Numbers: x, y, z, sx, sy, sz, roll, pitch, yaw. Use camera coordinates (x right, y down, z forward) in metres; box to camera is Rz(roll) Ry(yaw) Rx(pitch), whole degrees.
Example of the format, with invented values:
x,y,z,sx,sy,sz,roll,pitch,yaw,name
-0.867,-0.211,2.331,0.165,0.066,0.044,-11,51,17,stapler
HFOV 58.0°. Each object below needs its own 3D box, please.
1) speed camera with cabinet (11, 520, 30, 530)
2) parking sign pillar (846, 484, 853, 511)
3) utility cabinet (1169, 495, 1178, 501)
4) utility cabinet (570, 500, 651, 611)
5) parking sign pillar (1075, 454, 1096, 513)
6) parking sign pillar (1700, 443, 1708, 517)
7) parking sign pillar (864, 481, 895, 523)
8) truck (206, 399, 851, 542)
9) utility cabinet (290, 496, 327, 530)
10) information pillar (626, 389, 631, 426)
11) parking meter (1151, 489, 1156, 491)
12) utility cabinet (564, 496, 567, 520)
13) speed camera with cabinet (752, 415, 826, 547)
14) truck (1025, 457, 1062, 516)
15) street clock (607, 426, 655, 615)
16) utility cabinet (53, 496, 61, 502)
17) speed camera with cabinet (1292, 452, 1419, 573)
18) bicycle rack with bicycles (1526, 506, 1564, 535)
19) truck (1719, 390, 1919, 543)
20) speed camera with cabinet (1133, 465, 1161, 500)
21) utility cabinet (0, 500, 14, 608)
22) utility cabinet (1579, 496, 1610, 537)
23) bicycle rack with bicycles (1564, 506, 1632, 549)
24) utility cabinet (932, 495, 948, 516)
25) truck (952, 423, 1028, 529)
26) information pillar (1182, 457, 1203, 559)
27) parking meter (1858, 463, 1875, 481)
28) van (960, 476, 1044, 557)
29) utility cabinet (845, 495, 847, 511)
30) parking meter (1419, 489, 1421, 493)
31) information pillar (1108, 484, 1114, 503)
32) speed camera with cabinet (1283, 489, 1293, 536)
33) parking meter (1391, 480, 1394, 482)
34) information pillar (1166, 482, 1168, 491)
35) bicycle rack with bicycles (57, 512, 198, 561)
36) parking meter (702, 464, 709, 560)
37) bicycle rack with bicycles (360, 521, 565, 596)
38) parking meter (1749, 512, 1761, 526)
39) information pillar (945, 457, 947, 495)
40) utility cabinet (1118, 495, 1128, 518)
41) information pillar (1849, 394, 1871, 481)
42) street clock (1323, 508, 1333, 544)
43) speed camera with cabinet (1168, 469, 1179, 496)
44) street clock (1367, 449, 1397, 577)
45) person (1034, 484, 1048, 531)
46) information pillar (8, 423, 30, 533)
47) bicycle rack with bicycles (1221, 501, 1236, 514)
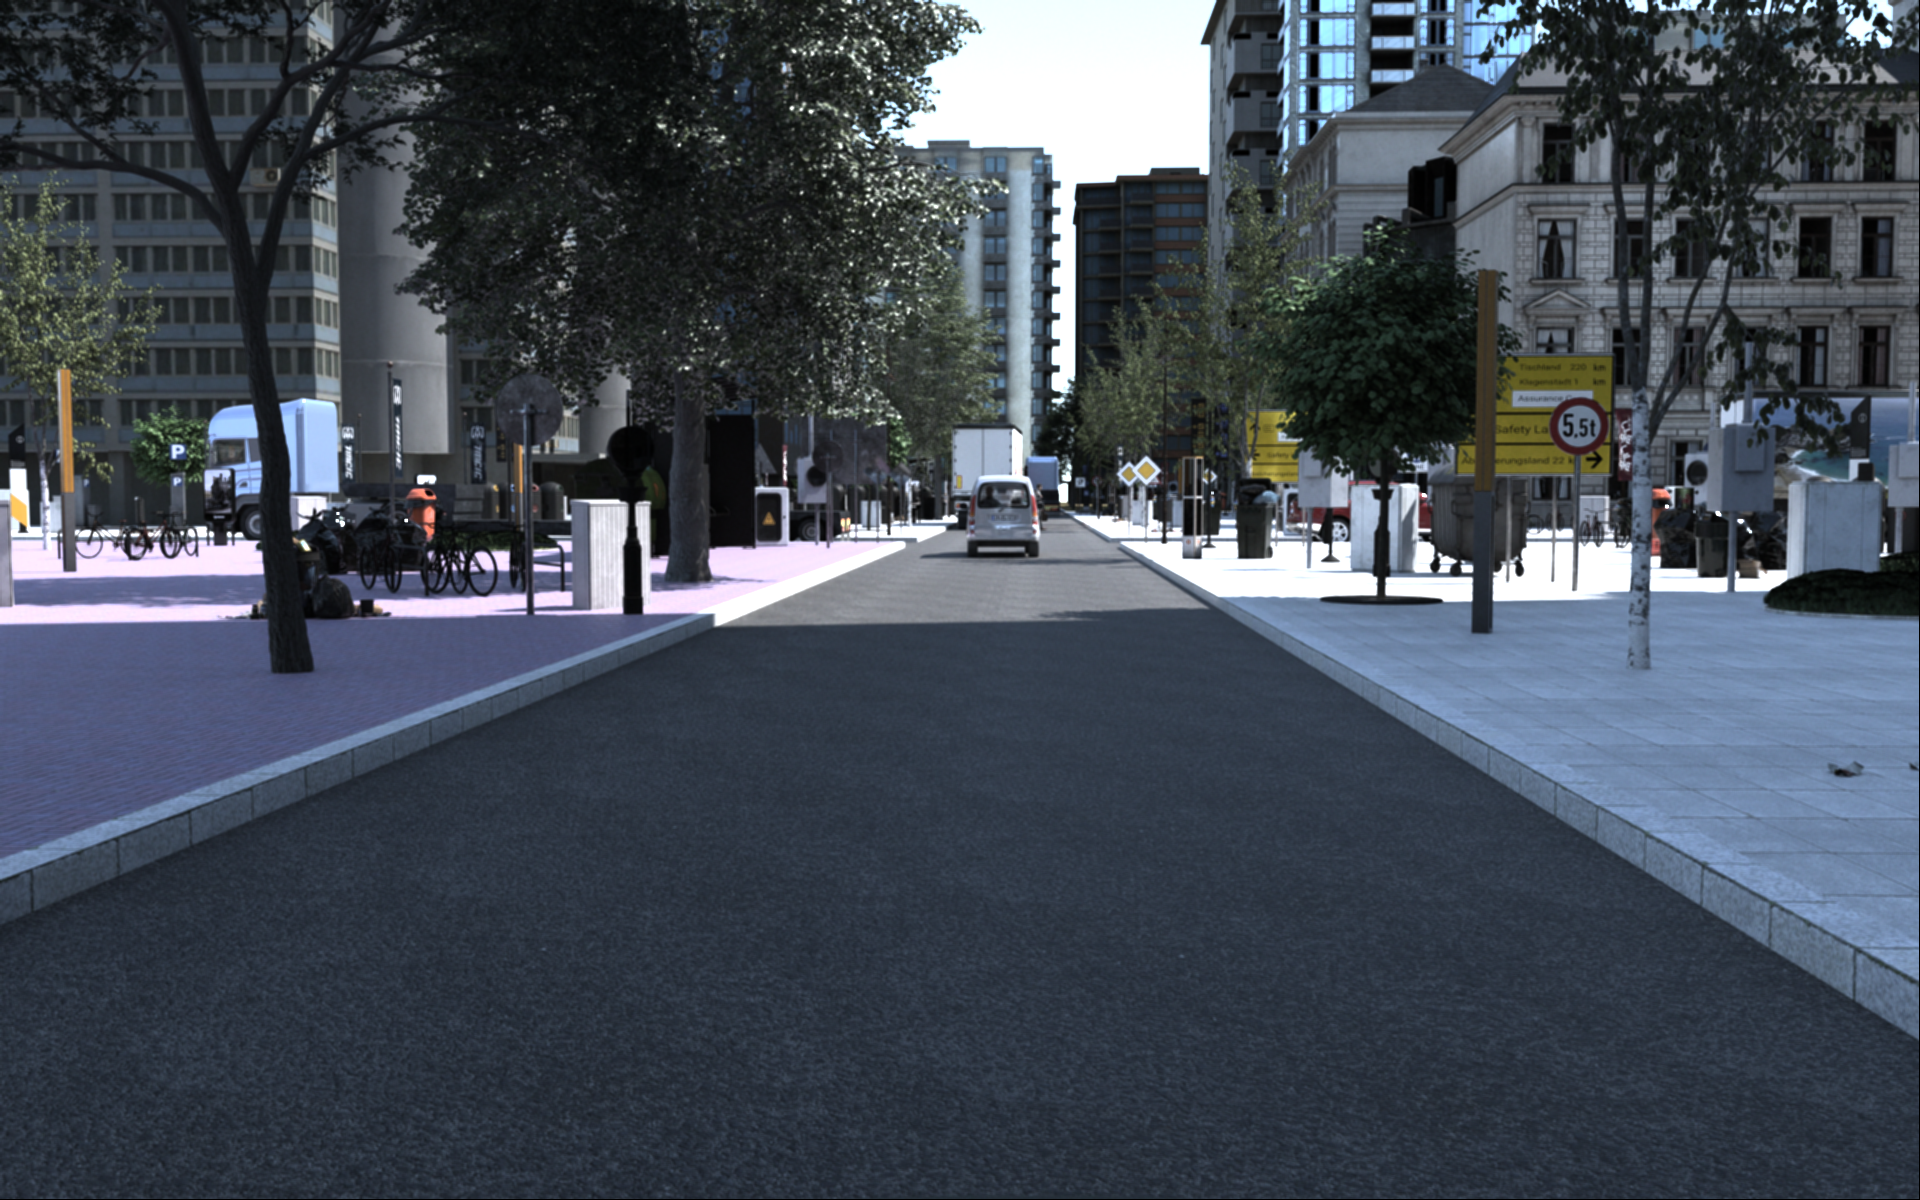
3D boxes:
x,y,z,sx,sy,sz,roll,pitch,yaw,name
-34.043,-4.083,61.087,2.038,3.252,0.660,-1,4,-22,speed camera with cabinet
-6.935,-7.595,112.656,1.447,3.967,1.447,-2,4,-27,parking sign pillar
11.059,-4.958,92.228,1.020,1.237,0.306,0,4,1,utility cabinet
-3.920,-0.512,19.527,0.306,1.237,1.020,2,4,31,utility cabinet
8.419,-7.761,115.368,1.447,3.967,1.447,0,4,4,parking sign pillar
27.483,-4.553,62.910,1.447,3.967,1.447,-2,4,-32,parking sign pillar
-3.591,-5.346,75.873,1.447,3.967,1.447,1,4,14,parking sign pillar
-12.594,-3.652,49.462,18.799,4.110,2.967,0,4,3,truck
-17.138,-2.106,45.593,0.306,1.237,1.020,2,4,24,utility cabinet
-7.364,-2.886,38.547,0.183,3.616,0.504,-1,4,-10,information pillar
12.901,-6.706,115.360,0.399,1.863,0.255,0,4,-5,parking meter
-15.361,-3.351,65.956,1.020,1.237,0.306,3,5,43,utility cabinet
-4.255,-2.955,42.657,2.038,3.252,0.660,-2,4,-24,speed camera with cabinet
5.599,-7.903,118.979,2.967,4.110,18.799,0,4,3,truck
-3.499,-0.850,18.475,0.471,2.002,0.358,-1,4,-20,street clock
-32.386,-3.141,62.521,1.020,1.237,0.306,3,5,43,utility cabinet
6.674,-2.122,29.037,0.660,3.252,2.038,-3,5,-43,speed camera with cabinet
17.396,-2.578,55.527,2.852,0.926,2.925,-3,5,-43,bicycle rack with bicycles
27.022,-3.590,47.608,11.283,4.237,2.839,0,4,4,truck
12.581,-7.471,116.483,2.038,3.252,0.660,1,4,23,speed camera with cabinet
-11.256,-0.510,19.503,1.020,1.237,0.306,-2,4,-26,utility cabinet
19.000,-2.507,52.154,0.306,1.237,1.020,-3,5,-40,utility cabinet
16.272,-1.710,41.335,2.852,0.926,2.925,0,4,8,bicycle rack with bicycles
-1.157,-5.610,102.881,1.020,1.237,0.306,1,4,17,utility cabinet
1.328,-5.217,74.219,2.839,4.237,11.283,0,4,4,truck
4.598,-1.821,34.257,0.304,2.012,0.304,3,4,37,information pillar
17.005,-1.641,32.537,0.255,1.863,0.399,2,4,33,parking meter
0.992,-2.064,40.754,2.013,2.044,4.112,0,4,0,van
-8.022,-6.821,122.678,0.306,1.237,1.020,3,5,39,utility cabinet
19.738,-4.064,74.857,0.372,1.533,0.369,0,3,0,parking meter
10.929,-7.390,125.314,0.304,2.012,0.304,-2,4,-35,information pillar
10.947,-3.585,52.947,2.038,3.252,0.660,1,4,20,speed camera with cabinet
15.135,-3.395,61.220,0.399,1.863,0.255,2,4,34,parking meter
12.423,-6.141,104.900,0.304,2.012,0.304,0,4,-7,information pillar
-16.459,-1.308,34.768,2.852,0.926,2.925,1,4,20,bicycle rack with bicycles
-5.126,-1.720,33.829,0.399,1.863,0.255,2,4,29,parking meter
-6.453,-0.575,22.787,2.852,0.926,2.925,-2,4,-30,bicycle rack with bicycles
19.030,-2.012,41.300,0.372,1.533,0.369,0,3,0,parking meter
-0.900,-7.236,109.662,0.183,3.616,0.504,0,4,3,information pillar
8.826,-4.951,92.112,0.306,1.237,1.020,-2,4,-28,utility cabinet
21.216,-3.027,40.850,0.183,3.616,0.504,-1,4,-22,information pillar
9.443,-2.435,44.380,0.471,2.002,0.358,2,4,31,street clock
14.392,-7.770,121.370,2.038,3.252,0.660,2,4,28,speed camera with cabinet
6.544,-1.361,26.829,0.358,2.002,0.471,-2,4,-32,street clock
3.022,-3.640,67.986,0.822,1.834,0.622,0,4,5,person
-30.839,-3.998,56.729,0.504,3.616,0.183,-3,5,-41,information pillar
17.900,-5.789,108.031,2.852,0.926,2.925,-1,4,-19,bicycle rack with bicycles
